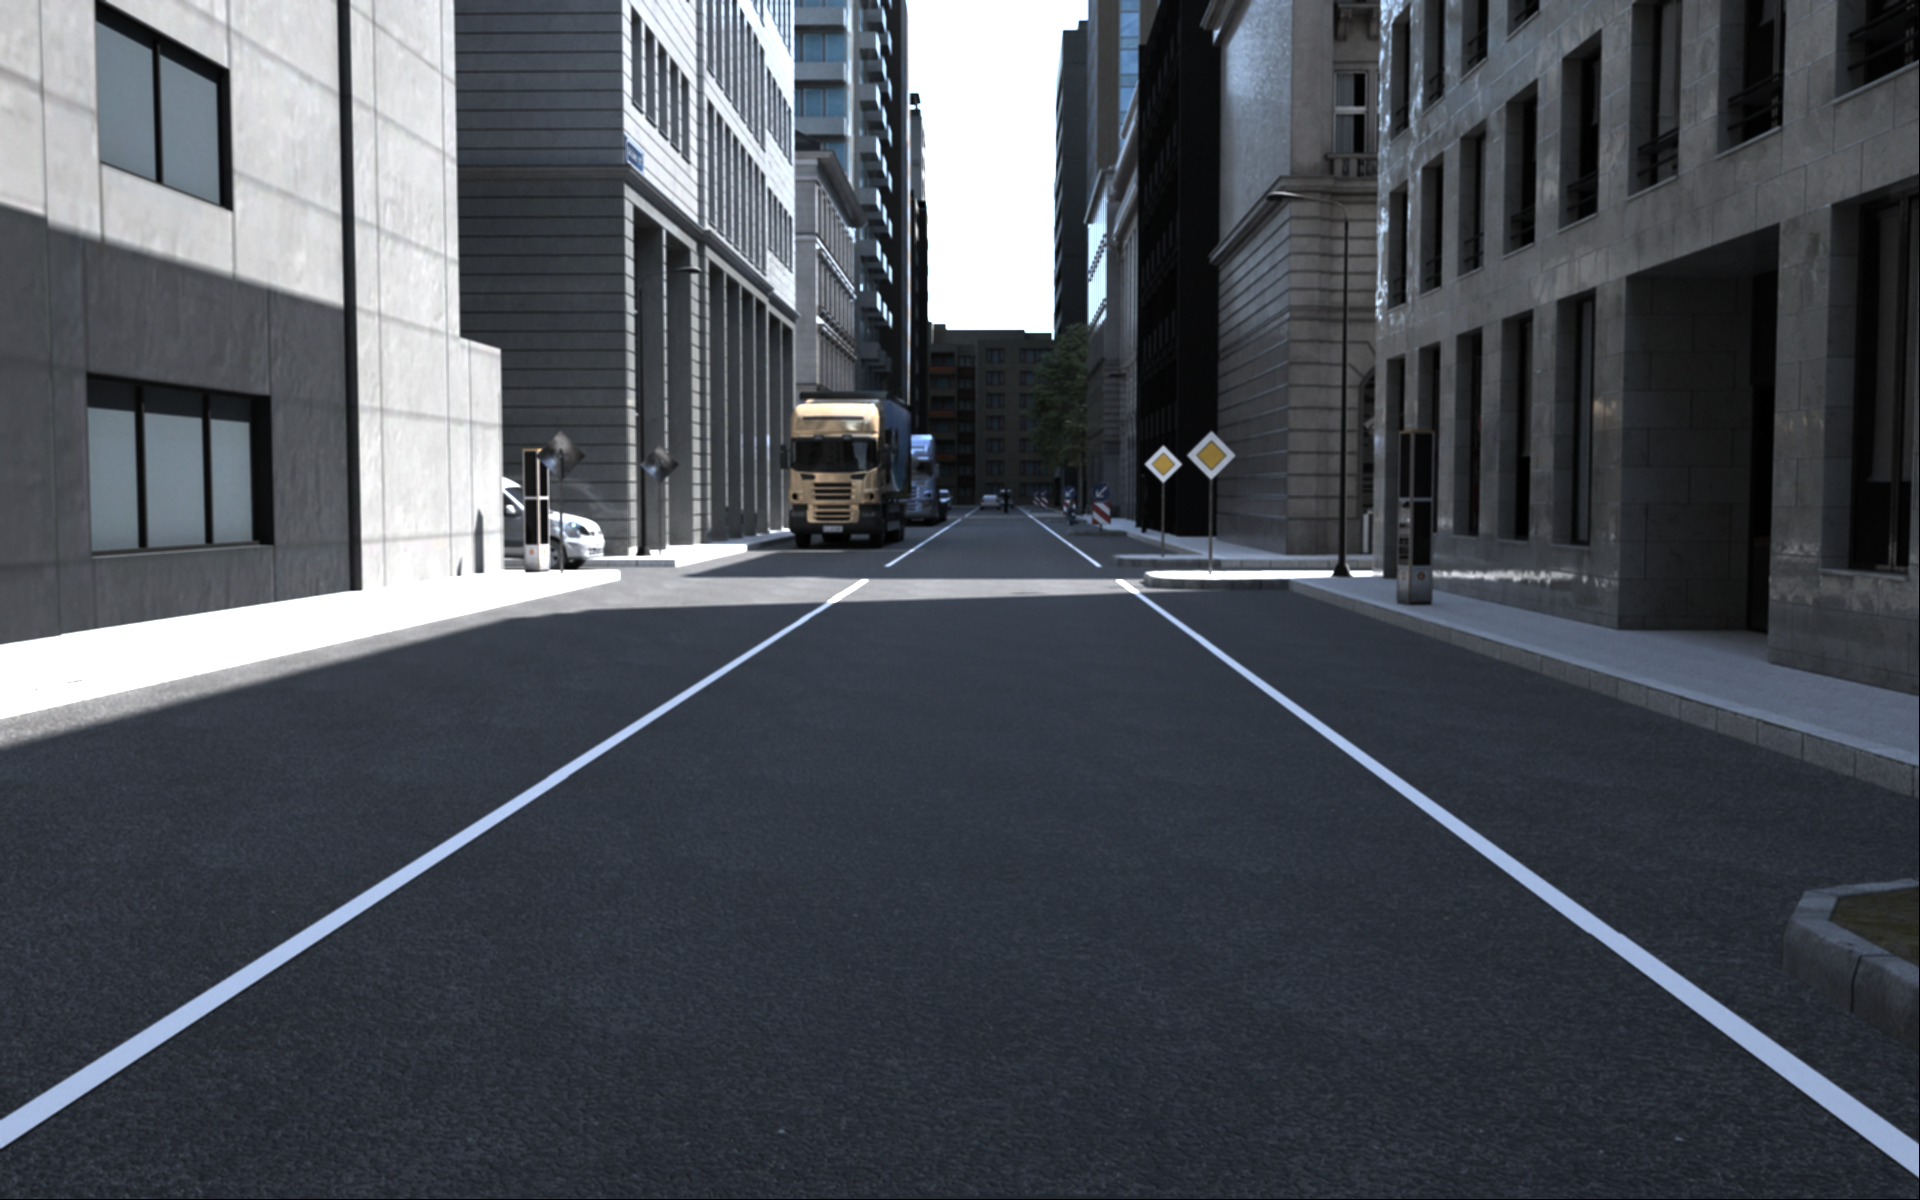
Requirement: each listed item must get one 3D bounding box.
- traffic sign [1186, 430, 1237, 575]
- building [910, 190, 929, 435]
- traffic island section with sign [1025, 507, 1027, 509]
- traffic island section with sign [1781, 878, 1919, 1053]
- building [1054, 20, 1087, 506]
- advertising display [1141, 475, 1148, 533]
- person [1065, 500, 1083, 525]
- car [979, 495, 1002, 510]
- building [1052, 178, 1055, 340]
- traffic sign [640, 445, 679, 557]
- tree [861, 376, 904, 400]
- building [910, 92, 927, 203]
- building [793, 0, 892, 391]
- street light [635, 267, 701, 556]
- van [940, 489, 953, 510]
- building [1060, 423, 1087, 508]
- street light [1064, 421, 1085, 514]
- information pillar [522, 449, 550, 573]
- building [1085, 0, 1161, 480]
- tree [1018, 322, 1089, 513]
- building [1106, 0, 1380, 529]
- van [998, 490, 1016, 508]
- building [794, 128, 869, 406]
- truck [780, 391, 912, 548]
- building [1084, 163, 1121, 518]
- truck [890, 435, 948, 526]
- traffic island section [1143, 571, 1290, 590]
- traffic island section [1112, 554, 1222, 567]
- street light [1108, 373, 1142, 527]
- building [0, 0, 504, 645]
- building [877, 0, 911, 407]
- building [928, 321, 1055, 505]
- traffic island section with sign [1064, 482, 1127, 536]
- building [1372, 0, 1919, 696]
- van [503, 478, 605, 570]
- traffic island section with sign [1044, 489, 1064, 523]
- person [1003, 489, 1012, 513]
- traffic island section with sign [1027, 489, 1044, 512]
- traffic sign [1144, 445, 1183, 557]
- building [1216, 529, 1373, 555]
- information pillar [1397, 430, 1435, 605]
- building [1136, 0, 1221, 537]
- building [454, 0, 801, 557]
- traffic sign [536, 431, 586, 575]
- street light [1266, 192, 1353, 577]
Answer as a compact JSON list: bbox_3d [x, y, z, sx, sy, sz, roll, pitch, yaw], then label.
[{"bbox_3d":[3.948,-1.446,27.283,0.795,2.450,0.064,0,4,1],"label":"traffic sign"},{"bbox_3d":[-10.232,-23.974,163.678,14.160,30.474,14.107,0,4,1],"label":"building"},{"bbox_3d":[7.153,-9.571,165.110,1.989,1.847,2.006,0,4,1],"label":"traffic island section with sign"},{"bbox_3d":[3.463,0.239,4.726,1.989,1.847,2.006,0,4,1],"label":"traffic island section with sign"},{"bbox_3d":[20.551,-33.704,174.756,21.300,48.544,21.600,0,4,1],"label":"building"},{"bbox_3d":[6.120,-3.199,57.511,0.123,1.923,0.974,1,4,13],"label":"advertising display"},{"bbox_3d":[5.170,-4.013,79.610,0.738,1.151,1.012,-1,4,-15],"label":"person"},{"bbox_3d":[2.821,-9.007,159.629,2.083,1.381,4.827,0,4,2],"label":"car"},{"bbox_3d":[17.930,-31.646,201.012,14.086,41.232,14.154,0,4,1],"label":"building"},{"bbox_3d":[-6.158,-1.950,35.523,0.795,2.450,0.064,0,4,1],"label":"traffic sign"},{"bbox_3d":[-5.266,-9.699,108.938,4.360,8.622,3.978,0,3,0],"label":"tree"},{"bbox_3d":[-10.467,-30.299,178.980,14.086,41.232,14.154,0,4,1],"label":"building"},{"bbox_3d":[-16.555,-30.958,125.779,23.786,49.044,30.456,0,4,1],"label":"building"},{"bbox_3d":[-6.000,-3.858,35.624,1.470,5.913,1.316,0,4,1],"label":"street light"},{"bbox_3d":[-1.620,-9.083,155.518,2.013,2.044,4.112,0,3,0],"label":"van"},{"bbox_3d":[20.373,-51.050,147.343,22.319,86.520,31.000,0,4,1],"label":"building"},{"bbox_3d":[7.295,-8.427,110.323,1.470,5.913,1.316,0,4,1],"label":"street light"},{"bbox_3d":[-6.941,-1.461,28.376,0.304,2.012,0.304,1,4,21],"label":"information pillar"},{"bbox_3d":[16.411,-29.055,125.155,14.600,45.320,14.200,0,4,1],"label":"building"},{"bbox_3d":[7.599,-12.041,114.995,7.486,12.596,7.792,0,3,0],"label":"tree"},{"bbox_3d":[14.107,-14.573,80.076,13.314,21.916,24.055,0,4,1],"label":"building"},{"bbox_3d":[4.572,-10.185,173.531,2.013,2.044,4.112,0,4,1],"label":"van"},{"bbox_3d":[-11.255,-14.307,84.829,10.553,20.767,40.483,0,4,1],"label":"building"},{"bbox_3d":[-3.038,-3.709,49.556,2.839,4.237,11.283,0,4,3],"label":"truck"},{"bbox_3d":[12.549,-15.420,101.267,9.793,20.994,18.267,0,4,1],"label":"building"},{"bbox_3d":[-2.147,-5.797,84.544,2.967,4.110,18.799,0,4,2],"label":"truck"},{"bbox_3d":[3.972,-0.311,27.360,2.009,0.180,2.903,0,4,1],"label":"traffic island section"},{"bbox_3d":[4.156,-0.799,35.343,2.009,0.180,2.903,0,4,1],"label":"traffic island section"},{"bbox_3d":[6.384,-5.767,66.832,1.470,5.913,1.316,0,4,1],"label":"street light"},{"bbox_3d":[-18.278,-35.416,17.302,20.611,71.187,20.563,0,4,1],"label":"building"},{"bbox_3d":[-11.496,-30.456,148.068,14.600,45.320,14.200,0,4,1],"label":"building"},{"bbox_3d":[-3.421,-22.198,207.981,28.899,21.520,27.650,0,4,1],"label":"building"},{"bbox_3d":[4.738,-3.141,59.976,1.989,1.847,2.006,0,4,1],"label":"traffic island section with sign"},{"bbox_3d":[11.448,-9.984,17.991,10.420,20.320,16.860,0,4,1],"label":"building"},{"bbox_3d":[-8.778,-1.560,32.515,4.112,2.044,2.013,0,4,3],"label":"van"},{"bbox_3d":[5.351,-4.791,86.956,1.989,1.847,2.006,0,4,1],"label":"traffic island section with sign"},{"bbox_3d":[3.543,-7.539,131.781,0.705,1.821,1.348,-2,4,-28],"label":"person"},{"bbox_3d":[6.523,-7.873,137.347,1.989,1.847,2.006,0,4,1],"label":"traffic island section with sign"},{"bbox_3d":[4.133,-1.934,35.266,0.795,2.450,0.064,0,4,1],"label":"traffic sign"},{"bbox_3d":[18.520,-12.201,41.282,24.055,21.916,13.314,0,4,1],"label":"building"},{"bbox_3d":[5.292,-0.956,20.117,0.304,2.012,0.304,-1,4,-15],"label":"information pillar"},{"bbox_3d":[12.873,-14.045,59.311,12.332,23.373,15.834,0,4,1],"label":"building"},{"bbox_3d":[-11.847,-16.635,49.481,11.434,29.767,29.804,0,4,1],"label":"building"},{"bbox_3d":[-6.343,-1.462,27.540,0.795,2.450,0.064,0,4,1],"label":"traffic sign"},{"bbox_3d":[5.410,-3.320,26.823,1.470,5.913,1.316,0,4,1],"label":"street light"}]
